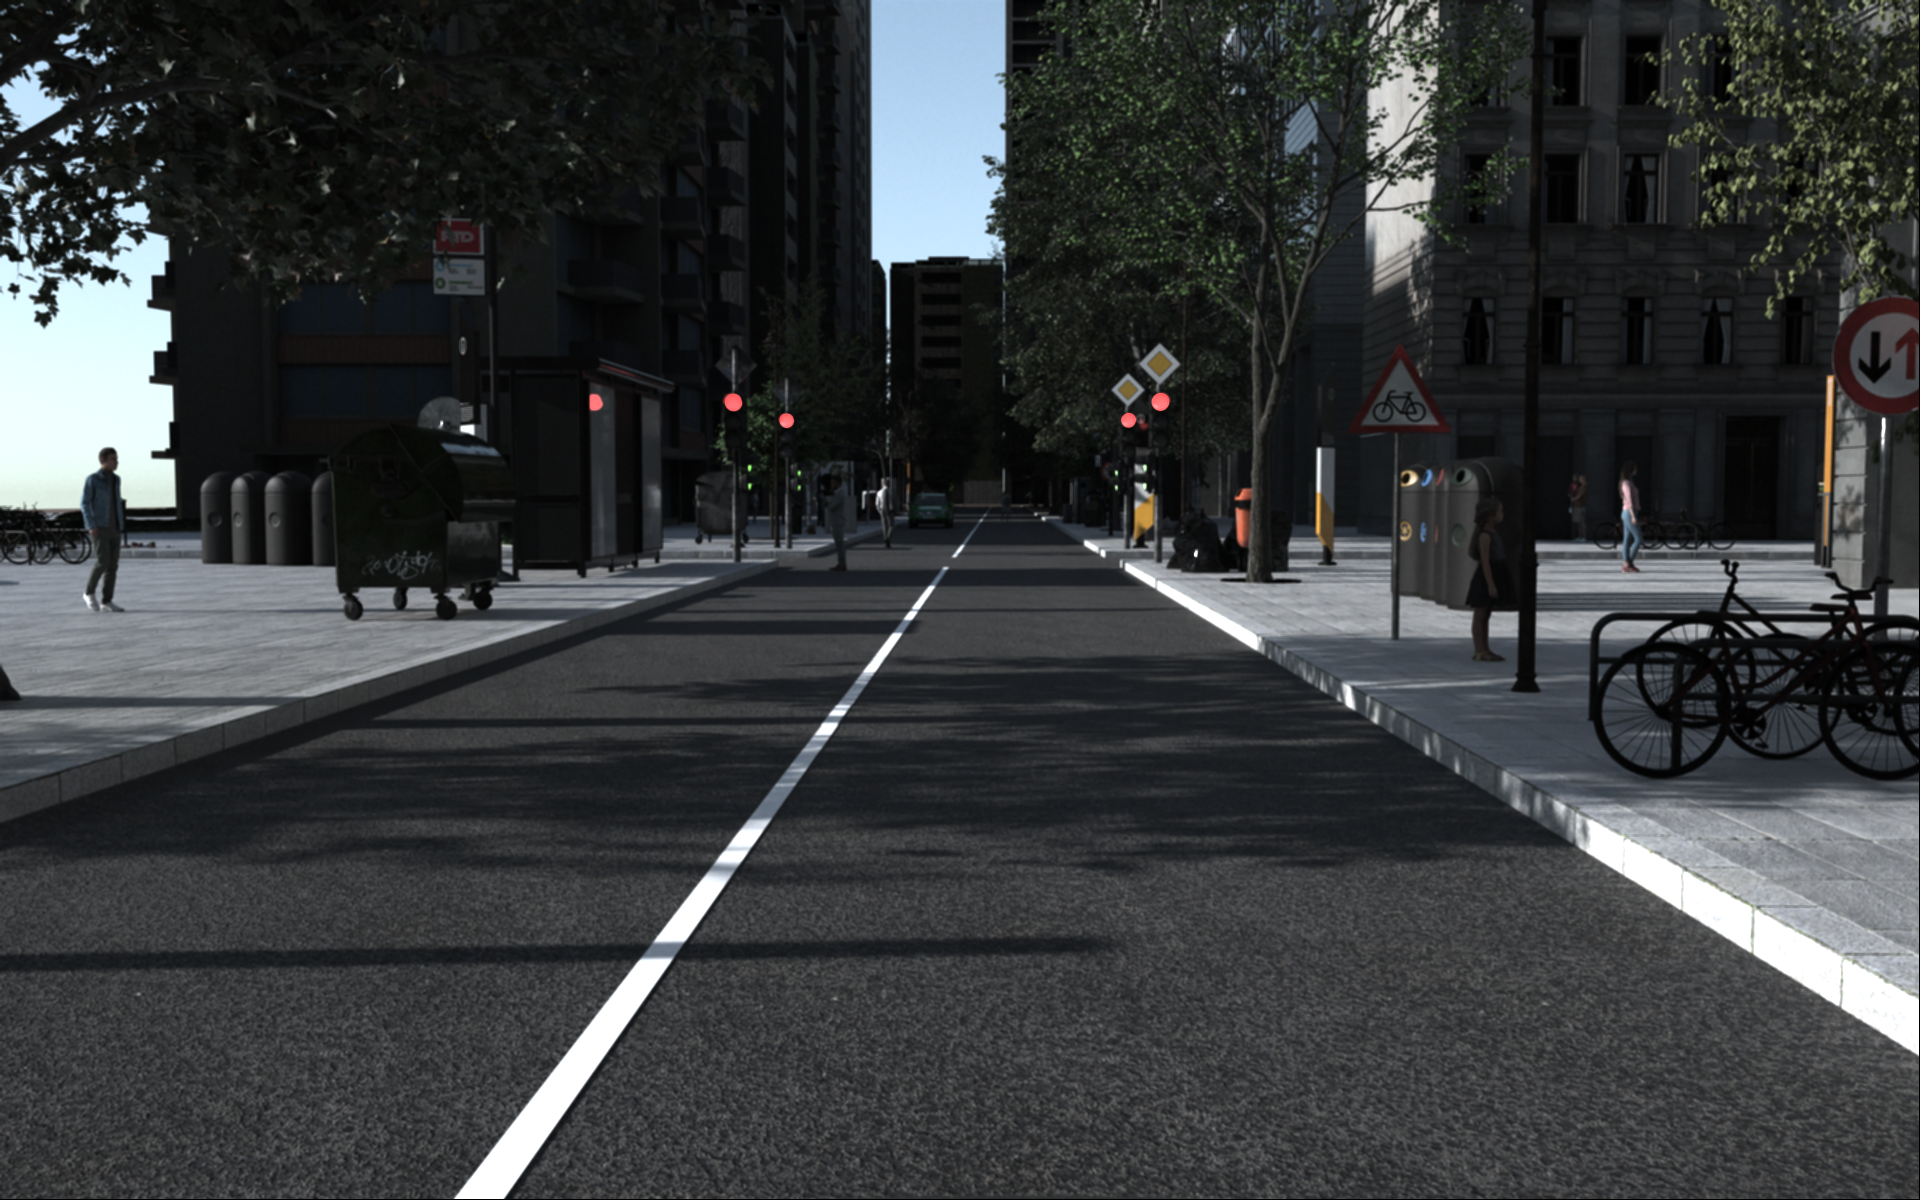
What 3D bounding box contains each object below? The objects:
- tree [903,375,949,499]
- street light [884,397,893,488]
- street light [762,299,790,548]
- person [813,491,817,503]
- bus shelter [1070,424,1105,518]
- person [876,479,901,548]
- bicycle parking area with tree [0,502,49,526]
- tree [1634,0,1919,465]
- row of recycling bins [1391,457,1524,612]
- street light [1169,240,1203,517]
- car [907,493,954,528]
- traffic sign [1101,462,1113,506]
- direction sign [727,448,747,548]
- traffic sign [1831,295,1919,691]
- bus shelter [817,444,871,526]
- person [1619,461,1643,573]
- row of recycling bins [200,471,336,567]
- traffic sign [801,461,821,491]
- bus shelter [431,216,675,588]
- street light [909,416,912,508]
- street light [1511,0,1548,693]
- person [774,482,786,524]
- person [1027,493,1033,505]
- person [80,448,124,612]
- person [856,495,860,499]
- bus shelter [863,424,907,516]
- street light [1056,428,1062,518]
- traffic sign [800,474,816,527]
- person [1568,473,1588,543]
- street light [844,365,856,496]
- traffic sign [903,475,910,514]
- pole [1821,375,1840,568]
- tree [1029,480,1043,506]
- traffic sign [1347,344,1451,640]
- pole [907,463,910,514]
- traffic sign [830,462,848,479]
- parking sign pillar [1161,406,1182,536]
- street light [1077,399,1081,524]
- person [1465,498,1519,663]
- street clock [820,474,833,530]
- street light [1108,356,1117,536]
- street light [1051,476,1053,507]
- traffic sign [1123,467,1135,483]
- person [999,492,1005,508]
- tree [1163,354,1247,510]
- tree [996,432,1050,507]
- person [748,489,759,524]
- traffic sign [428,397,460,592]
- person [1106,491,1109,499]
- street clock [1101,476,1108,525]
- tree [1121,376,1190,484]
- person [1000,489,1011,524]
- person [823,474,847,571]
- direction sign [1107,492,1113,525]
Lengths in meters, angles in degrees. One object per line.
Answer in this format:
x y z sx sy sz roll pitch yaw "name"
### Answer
-1.427 -16.967 184.062 9.857 13.997 8.962 0 3 0 "tree"
-3.375 -6.724 82.726 0.468 5.910 1.993 0 4 1 "street light"
-4.363 -4.185 41.208 0.468 5.910 1.993 0 4 1 "street light"
-7.752 -5.448 95.471 0.623 1.781 0.721 -3 4 -37 "person"
6.960 -7.150 94.528 2.179 5.291 8.768 0 4 1 "bus shelter"
-1.911 -2.311 46.389 0.679 1.850 0.850 1 4 8 "person"
-41.608 -5.069 69.882 9.016 4.147 8.231 -1 4 -22 "bicycle parking area with tree"
8.019 -3.924 14.527 4.737 8.622 4.395 0 3 0 "tree"
5.942 -0.823 20.576 1.069 1.692 3.534 0 4 1 "row of recycling bins"
4.106 -3.602 31.680 0.468 5.910 1.993 0 4 1 "street light"
-1.217 -3.961 73.564 1.959 1.807 4.718 0 4 2 "car"
5.945 -4.187 68.558 0.768 2.556 0.104 0 4 5 "traffic sign"
-5.350 -3.034 41.606 0.379 3.537 0.876 2 4 24 "direction sign"
5.988 -0.679 11.213 0.768 2.556 0.104 0 4 3 "traffic sign"
-4.941 -4.806 72.499 2.014 3.302 5.546 0 4 2 "bus shelter"
10.951 -1.358 28.262 0.388 1.821 0.555 0 4 5 "person"
-12.395 -1.490 31.479 3.534 1.692 1.069 2 4 25 "row of recycling bins"
-5.368 -3.788 62.036 0.768 2.556 0.104 0 4 6 "traffic sign"
-6.480 -3.067 27.777 2.179 5.291 8.768 0 4 1 "bus shelter"
-2.942 -7.983 103.315 0.468 5.910 1.993 0 4 1 "street light"
3.682 -2.343 11.090 0.468 5.910 1.993 0 4 1 "street light"
-7.653 -4.156 73.806 0.655 1.846 0.447 0 4 -1 "person"
7.841 -11.261 190.953 1.217 1.735 0.721 0 4 -7 "person"
-9.317 -0.761 18.834 0.444 1.785 0.601 1 4 23 "person"
-8.143 -7.564 130.439 1.217 1.743 0.721 1 4 20 "person"
-4.433 -7.645 102.627 2.179 5.291 8.768 0 4 1 "bus shelter"
5.490 -7.433 94.324 0.468 5.910 1.993 0 4 1 "street light"
-5.994 -4.099 67.027 0.884 2.594 0.081 0 4 7 "traffic sign"
16.455 -2.447 46.033 0.573 1.828 0.580 -3 5 -43 "person"
-3.971 -5.465 62.140 0.468 5.910 1.993 0 4 1 "street light"
-3.669 -6.895 112.840 0.768 2.556 0.104 0 4 7 "traffic sign"
15.011 -2.202 29.849 0.158 3.312 0.155 0 3 0 "pole"
8.019 -11.878 188.809 1.663 3.219 1.824 0 3 0 "tree"
3.829 -0.927 15.160 0.884 2.594 0.081 0 4 5 "traffic sign"
-3.340 -7.313 113.402 0.158 3.312 0.155 0 3 0 "pole"
-4.738 -4.154 68.016 0.768 2.556 0.104 1 4 9 "traffic sign"
6.549 -3.990 53.716 1.447 3.967 1.447 -1 4 -15 "parking sign pillar"
5.067 -6.174 73.734 0.468 5.910 1.993 0 4 1 "street light"
4.085 -0.158 13.290 0.373 1.253 0.362 2 4 35 "person"
-4.667 -3.456 61.081 0.471 2.002 0.358 -3 5 -39 "street clock"
4.641 -4.915 53.145 0.468 5.910 1.993 0 4 1 "street light"
6.113 -8.699 115.011 0.468 5.910 1.993 0 4 1 "street light"
7.442 -4.739 77.595 0.768 2.556 0.104 0 4 3 "traffic sign"
4.559 -10.407 179.366 1.217 1.735 0.721 -1 4 -20 "person"
11.206 -7.994 81.060 4.737 8.622 4.395 0 3 0 "tree"
7.218 -15.614 173.416 7.486 12.596 7.792 0 3 0 "tree"
-8.745 -3.993 73.929 0.503 1.515 0.523 2 4 33 "person"
-6.732 -1.380 22.665 0.768 2.556 0.104 0 4 6 "traffic sign"
10.861 -7.233 125.241 0.436 1.711 0.756 3 5 44 "person"
5.897 -4.060 70.956 0.358 2.002 0.471 0 4 6 "street clock"
11.226 -8.918 96.164 4.360 8.622 3.978 0 3 0 "tree"
2.227 -4.529 83.550 0.512 1.701 0.522 -1 4 -15 "person"
-2.357 -1.456 32.485 0.466 1.800 0.511 -1 4 -21 "person"
6.375 -4.939 72.749 0.379 3.537 0.876 0 4 6 "direction sign"
